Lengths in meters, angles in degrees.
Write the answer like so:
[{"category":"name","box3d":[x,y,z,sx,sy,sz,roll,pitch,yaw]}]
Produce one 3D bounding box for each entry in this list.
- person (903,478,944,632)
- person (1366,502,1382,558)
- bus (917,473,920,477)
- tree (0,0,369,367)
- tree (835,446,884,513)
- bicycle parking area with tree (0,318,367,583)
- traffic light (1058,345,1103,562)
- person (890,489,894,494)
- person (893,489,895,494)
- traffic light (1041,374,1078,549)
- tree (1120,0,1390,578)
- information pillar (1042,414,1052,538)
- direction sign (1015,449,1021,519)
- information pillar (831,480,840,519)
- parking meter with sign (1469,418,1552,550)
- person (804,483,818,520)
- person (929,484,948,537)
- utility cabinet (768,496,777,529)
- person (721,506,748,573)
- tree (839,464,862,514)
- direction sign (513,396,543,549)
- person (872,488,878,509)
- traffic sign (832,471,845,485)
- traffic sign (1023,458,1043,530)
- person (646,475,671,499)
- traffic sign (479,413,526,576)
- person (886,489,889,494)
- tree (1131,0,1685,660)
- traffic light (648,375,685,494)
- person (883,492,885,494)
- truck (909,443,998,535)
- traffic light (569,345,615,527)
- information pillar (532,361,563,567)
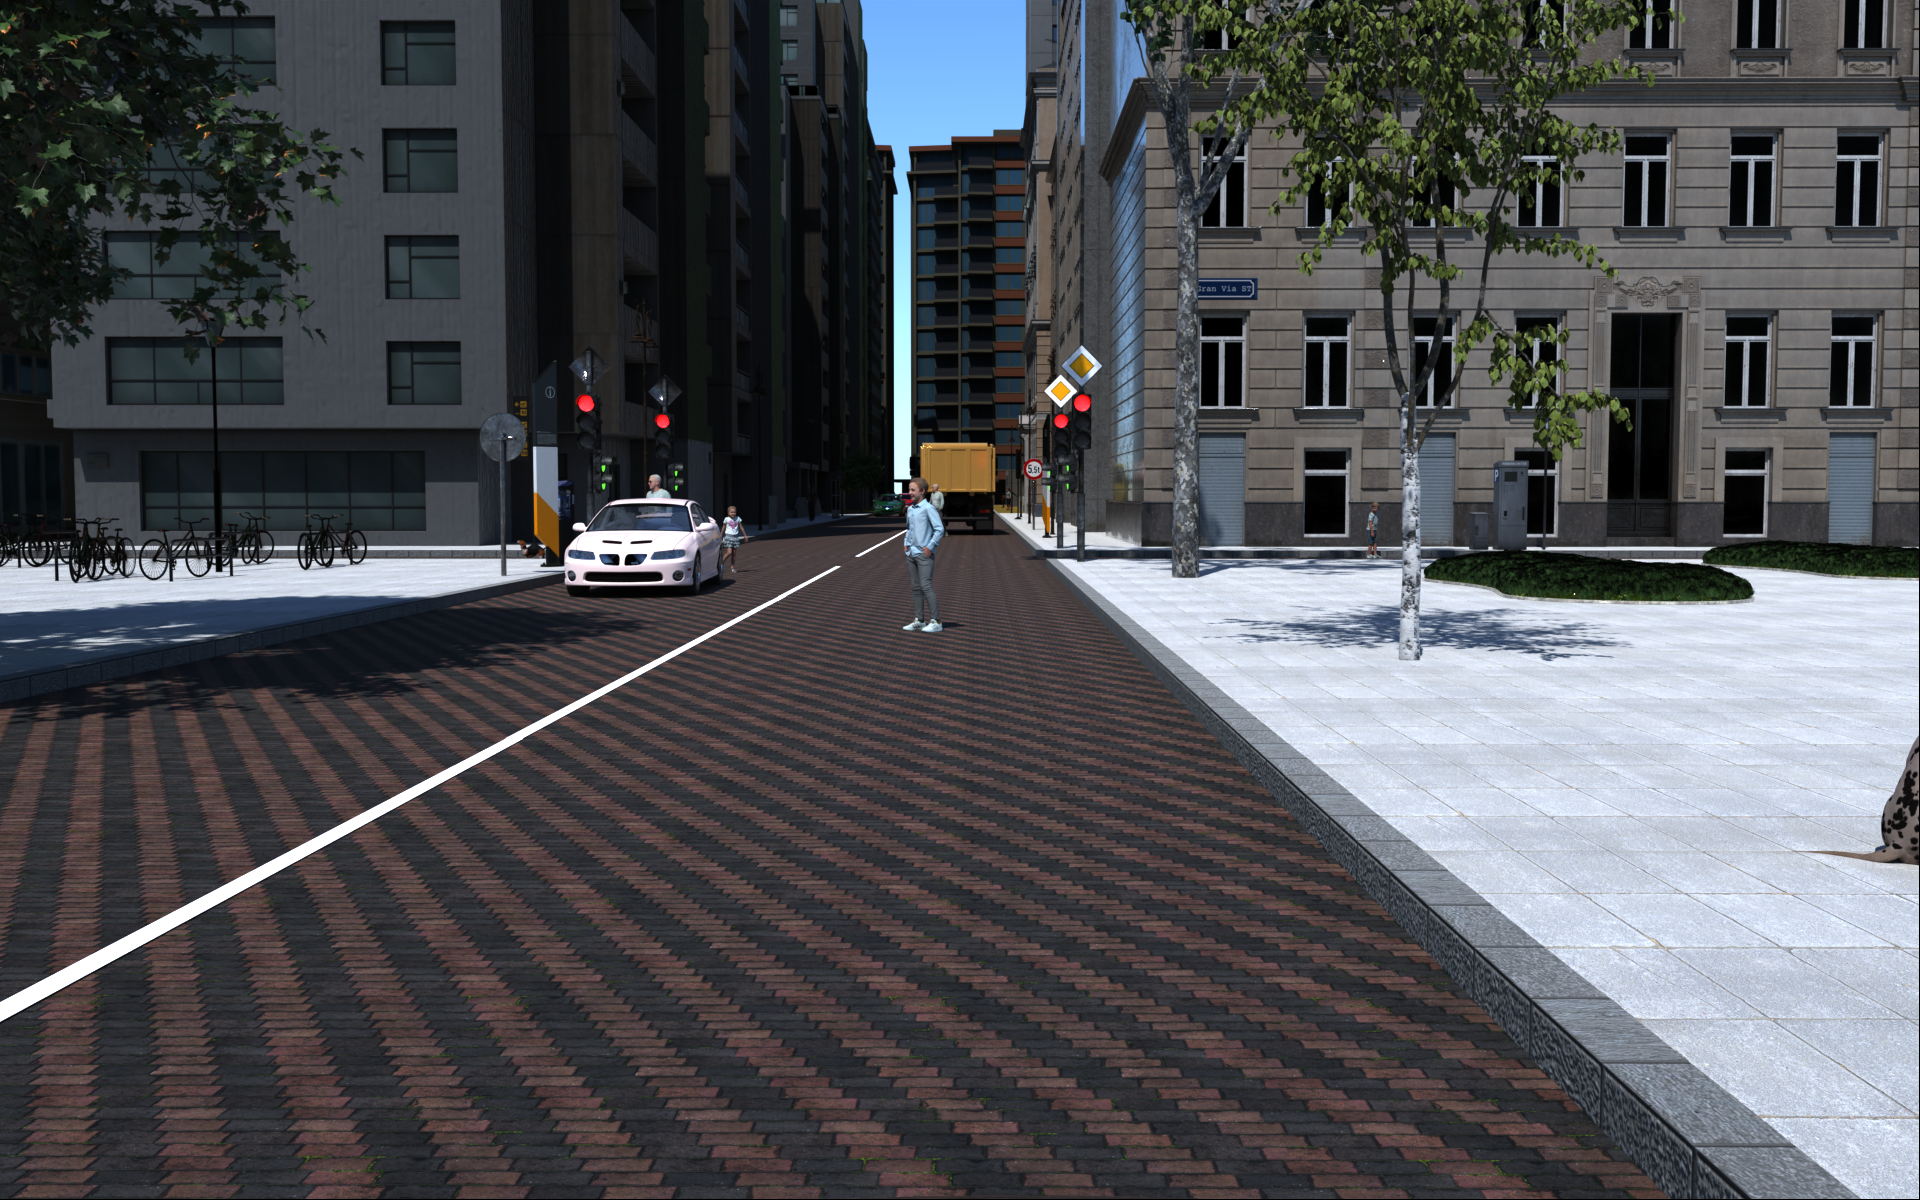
[{"category":"person","box3d":[-0.419,-0.480,18.163,0.330,1.601,0.589,-2,4,-30]},{"category":"person","box3d":[9.227,-1.554,38.586,0.332,1.250,0.352,-1,4,-14]},{"category":"bus","box3d":[-3.084,-11.339,176.946,2.896,3.916,12.252,0,3,0]},{"category":"tree","box3d":[-8.895,-5.801,11.863,9.611,12.733,9.660,0,3,0]},{"category":"tree","box3d":[-6.795,-8.193,117.676,4.285,4.588,4.351,0,3,0]},{"category":"bicycle parking area with tree","box3d":[-14.834,-2.536,28.468,8.231,4.147,9.016,1,4,18]},{"category":"traffic light","box3d":[2.274,-2.680,32.738,0.839,4.253,0.868,0,4,0]},{"category":"person","box3d":[-6.607,-9.870,167.432,0.705,1.821,1.348,-2,4,-25]},{"category":"person","box3d":[-7.164,-10.984,185.710,0.705,1.814,1.350,-1,4,-22]},{"category":"traffic light","box3d":[2.342,-3.168,40.722,0.839,4.253,0.868,0,4,0]},{"category":"tree","box3d":[4.695,-10.358,25.247,12.611,20.169,13.585,0,3,0]},{"category":"information pillar","box3d":[2.533,-3.635,50.780,0.183,3.616,0.504,-1,4,-15]},{"category":"direction sign","box3d":[2.952,-5.867,87.924,0.379,3.537,0.876,1,4,16]},{"category":"information pillar","box3d":[-6.522,-5.278,90.795,0.304,2.012,0.304,2,4,35]},{"category":"parking meter with sign","box3d":[12.650,-2.666,39.844,1.738,3.016,0.543,0,4,-2]},{"category":"person","box3d":[-7.473,-4.950,86.883,0.656,1.842,0.836,-1,4,-11]},{"category":"person","box3d":[-0.807,-2.985,57.798,0.782,1.767,0.515,3,5,40]},{"category":"utility cabinet","box3d":[-6.853,-3.198,63.455,0.306,1.237,1.020,0,4,-5]},{"category":"person","box3d":[-4.158,-1.114,31.729,0.505,1.210,0.382,-2,4,-27]},{"category":"tree","box3d":[-6.980,-7.061,110.048,1.663,3.219,1.824,0,3,0]},{"category":"direction sign","box3d":[-9.869,-2.940,40.073,0.876,3.537,0.379,0,4,-2]},{"category":"person","box3d":[-6.674,-7.883,135.590,0.551,1.740,0.621,3,5,42]},{"category":"traffic sign","box3d":[-6.583,-5.730,93.795,0.768,2.556,0.104,1,4,9]},{"category":"traffic sign","box3d":[2.640,-3.781,61.931,0.768,2.556,0.104,0,4,1]},{"category":"person","box3d":[-5.240,-1.277,29.859,0.782,1.767,0.515,2,4,30]},{"category":"traffic sign","box3d":[-7.162,-1.652,27.117,0.768,2.556,0.104,0,4,7]},{"category":"person","box3d":[-7.108,-9.943,169.281,0.621,1.740,0.551,0,4,-3]},{"category":"tree","box3d":[3.389,-3.827,12.940,4.737,8.622,4.395,0,3,0]},{"category":"traffic light","box3d":[-6.919,-3.172,40.785,0.839,4.253,0.868,0,4,0]},{"category":"person","box3d":[-6.281,-8.161,142.669,0.628,1.438,0.799,-2,4,-34]},{"category":"truck","box3d":[-0.163,-4.175,64.178,3.469,3.379,9.791,0,4,-1]},{"category":"traffic light","box3d":[-6.987,-2.684,32.800,0.839,4.253,0.868,0,4,0]},{"category":"information pillar","box3d":[-7.265,-2.389,30.419,0.183,3.616,0.504,3,4,38]}]
